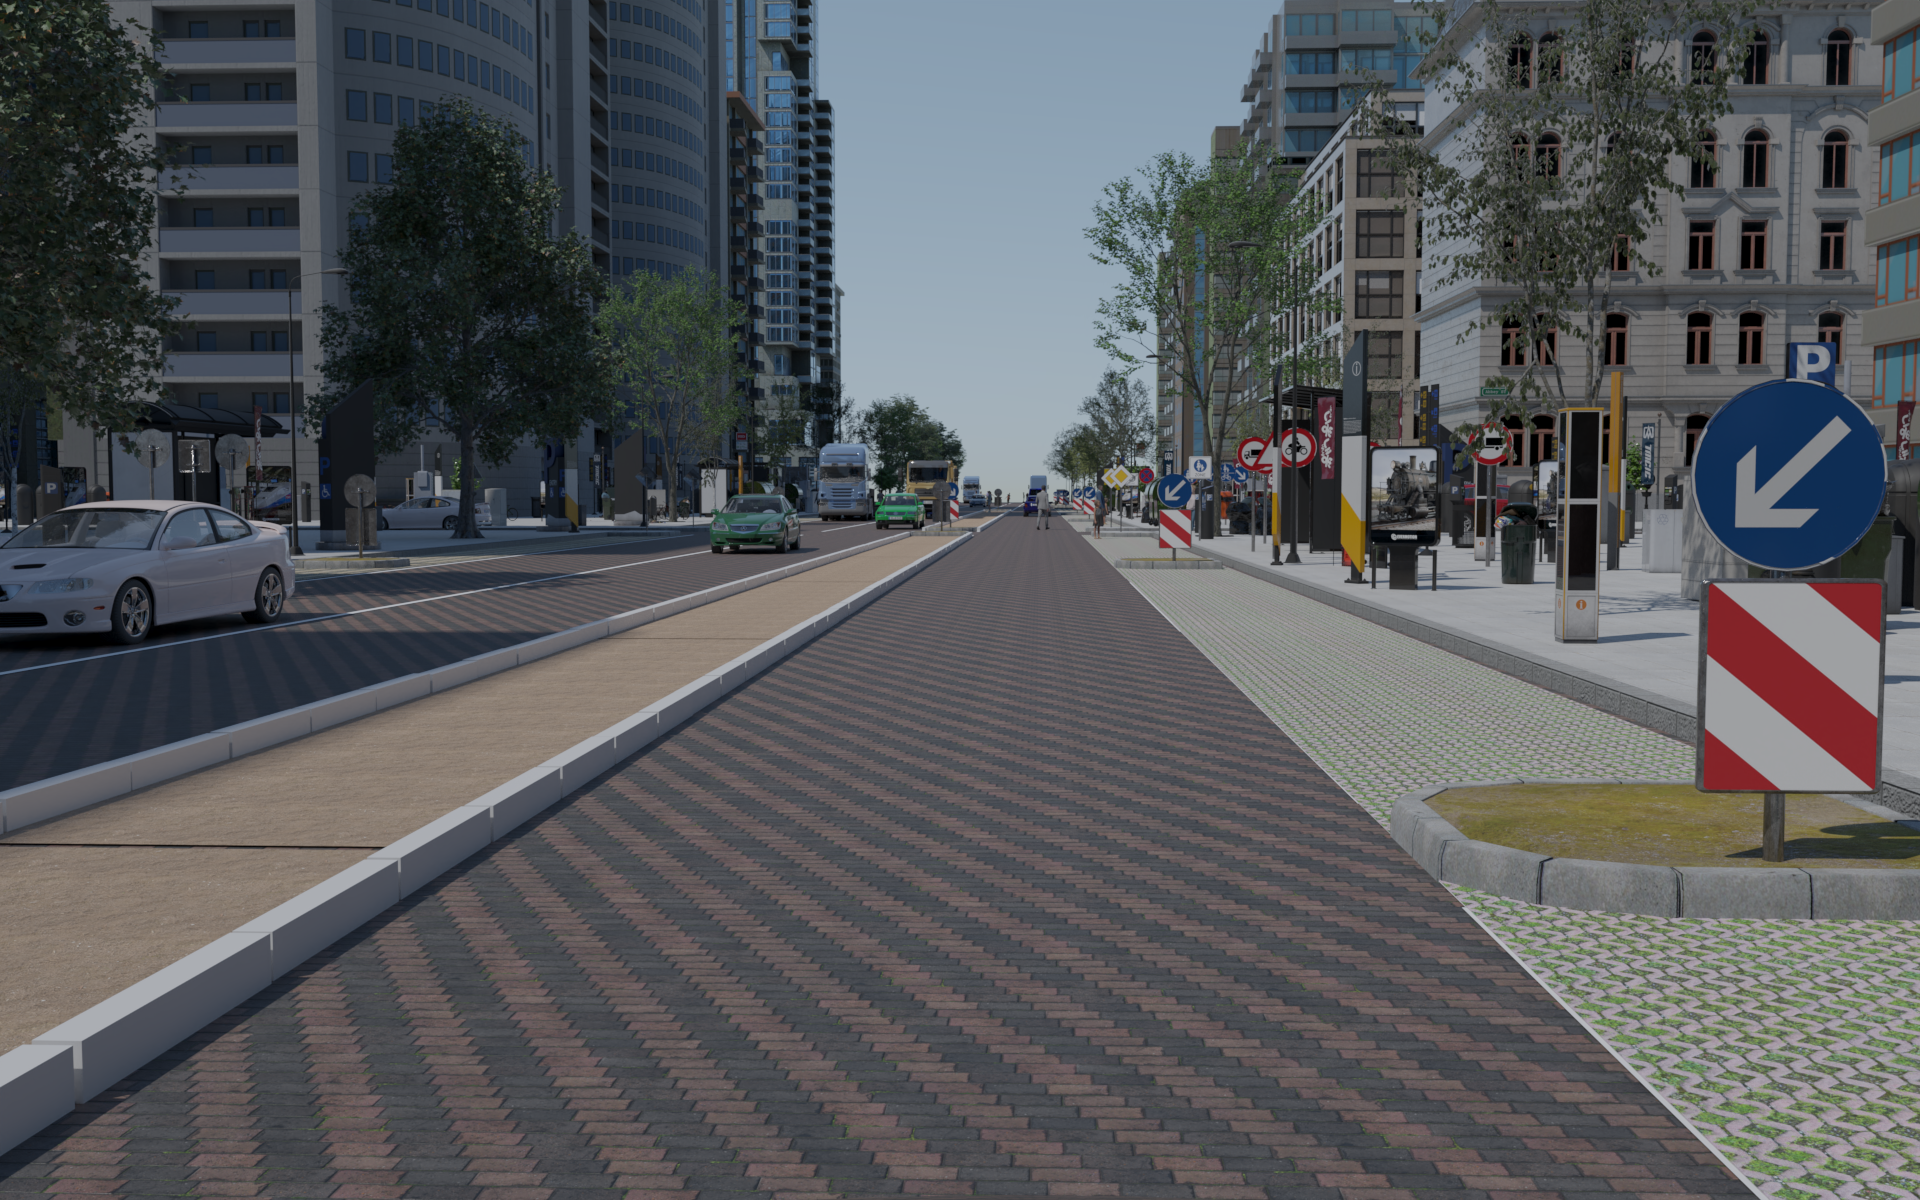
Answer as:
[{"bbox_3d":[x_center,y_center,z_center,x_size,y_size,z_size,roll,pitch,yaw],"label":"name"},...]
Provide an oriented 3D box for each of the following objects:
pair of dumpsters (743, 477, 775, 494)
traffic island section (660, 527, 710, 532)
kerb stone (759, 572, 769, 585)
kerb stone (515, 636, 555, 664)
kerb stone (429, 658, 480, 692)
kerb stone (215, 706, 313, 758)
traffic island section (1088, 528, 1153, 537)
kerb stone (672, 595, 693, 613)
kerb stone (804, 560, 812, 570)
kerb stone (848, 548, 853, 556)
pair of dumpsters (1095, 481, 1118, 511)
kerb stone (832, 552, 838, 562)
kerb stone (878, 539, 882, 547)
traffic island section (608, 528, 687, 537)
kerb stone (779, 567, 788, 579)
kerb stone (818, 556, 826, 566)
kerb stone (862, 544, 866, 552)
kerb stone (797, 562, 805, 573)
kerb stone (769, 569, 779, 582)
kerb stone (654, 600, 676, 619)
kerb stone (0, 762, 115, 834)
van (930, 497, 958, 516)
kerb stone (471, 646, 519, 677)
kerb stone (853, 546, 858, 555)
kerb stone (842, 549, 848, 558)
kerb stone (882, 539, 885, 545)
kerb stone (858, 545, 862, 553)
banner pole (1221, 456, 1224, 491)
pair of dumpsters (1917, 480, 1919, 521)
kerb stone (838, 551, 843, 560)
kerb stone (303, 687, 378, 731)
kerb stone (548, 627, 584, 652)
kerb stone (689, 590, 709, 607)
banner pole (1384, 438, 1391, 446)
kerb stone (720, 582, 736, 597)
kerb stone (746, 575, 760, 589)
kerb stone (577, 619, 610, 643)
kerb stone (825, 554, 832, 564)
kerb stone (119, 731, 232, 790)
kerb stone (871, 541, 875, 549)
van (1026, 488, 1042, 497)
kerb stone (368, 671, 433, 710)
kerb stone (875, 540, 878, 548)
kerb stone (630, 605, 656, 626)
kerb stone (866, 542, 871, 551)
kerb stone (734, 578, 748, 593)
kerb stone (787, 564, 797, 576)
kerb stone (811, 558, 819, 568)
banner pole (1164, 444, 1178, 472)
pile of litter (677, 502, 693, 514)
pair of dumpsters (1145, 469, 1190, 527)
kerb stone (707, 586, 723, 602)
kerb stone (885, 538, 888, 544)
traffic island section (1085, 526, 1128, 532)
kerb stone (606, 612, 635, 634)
[{"bbox_3d":[-11.363,-5.809,97.468,1.574,2.255,4.437,0,4,3],"label":"pair of dumpsters"},{"bbox_3d":[-10.390,-2.757,67.359,2.009,0.180,2.903,0,4,3],"label":"traffic island section"},{"bbox_3d":[-3.173,-0.305,27.220,0.120,0.150,1.000,0,4,3],"label":"kerb stone"},{"bbox_3d":[-3.719,0.449,14.948,0.120,0.150,1.000,0,4,3],"label":"kerb stone"},{"bbox_3d":[-3.815,0.577,12.906,0.120,0.150,1.000,0,4,3],"label":"kerb stone"},{"bbox_3d":[-3.960,0.756,9.838,0.120,0.150,1.000,0,4,3],"label":"kerb stone"},{"bbox_3d":[5.470,-2.224,58.639,2.009,0.180,2.903,0,4,3],"label":"traffic island section"},{"bbox_3d":[-3.443,0.068,21.080,0.120,0.150,1.000,0,4,3],"label":"kerb stone"},{"bbox_3d":[-2.931,-0.620,32.348,0.120,0.150,1.000,0,4,3],"label":"kerb stone"},{"bbox_3d":[-2.610,-1.058,39.500,0.120,0.150,1.000,0,4,3],"label":"kerb stone"},{"bbox_3d":[11.066,-7.842,130.706,1.574,2.255,4.437,0,4,3],"label":"pair of dumpsters"},{"bbox_3d":[-2.744,-0.871,36.436,0.120,0.150,1.000,0,4,3],"label":"kerb stone"},{"bbox_3d":[-2.281,-1.497,46.667,0.120,0.150,1.000,0,4,3],"label":"kerb stone"},{"bbox_3d":[-10.755,-2.269,59.382,2.009,0.180,2.903,0,4,3],"label":"traffic island section"},{"bbox_3d":[-3.079,-0.430,29.271,0.120,0.150,1.000,0,4,3],"label":"kerb stone"},{"bbox_3d":[-2.838,-0.746,34.390,0.120,0.150,1.000,0,4,3],"label":"kerb stone"},{"bbox_3d":[-2.471,-1.246,42.572,0.120,0.150,1.000,0,4,3],"label":"kerb stone"},{"bbox_3d":[-2.981,-0.558,31.325,0.120,0.150,1.000,0,4,3],"label":"kerb stone"},{"bbox_3d":[-3.121,-0.370,28.250,0.120,0.150,1.000,0,4,3],"label":"kerb stone"},{"bbox_3d":[-3.488,0.131,20.059,0.120,0.150,1.000,0,4,3],"label":"kerb stone"},{"bbox_3d":[-4.052,0.881,7.793,0.120,0.150,1.000,0,4,3],"label":"kerb stone"},{"bbox_3d":[-1.101,-6.596,114.850,2.013,2.044,4.112,0,4,2],"label":"van"},{"bbox_3d":[-3.774,0.508,13.927,0.120,0.150,1.000,0,4,3],"label":"kerb stone"},{"bbox_3d":[-2.560,-1.118,40.527,0.120,0.150,1.000,0,4,3],"label":"kerb stone"},{"bbox_3d":[-2.650,-0.996,38.479,0.120,0.150,1.000,0,4,3],"label":"kerb stone"},{"bbox_3d":[-2.234,-1.559,47.692,0.120,0.150,1.000,0,4,3],"label":"kerb stone"},{"bbox_3d":[-2.521,-1.184,41.549,0.120,0.150,1.000,0,4,3],"label":"kerb stone"},{"bbox_3d":[17.100,-7.547,113.405,0.401,3.779,0.863,3,5,43],"label":"banner pole"},{"bbox_3d":[7.852,-0.506,10.770,1.574,2.255,4.437,0,4,3],"label":"pair of dumpsters"},{"bbox_3d":[-2.701,-0.933,37.458,0.120,0.150,1.000,0,4,3],"label":"kerb stone"},{"bbox_3d":[-3.914,0.694,10.859,0.120,0.150,1.000,0,4,3],"label":"kerb stone"},{"bbox_3d":[-3.681,0.386,15.970,0.120,0.150,1.000,0,4,3],"label":"kerb stone"},{"bbox_3d":[-3.396,0.006,22.101,0.120,0.150,1.000,0,4,3],"label":"kerb stone"},{"bbox_3d":[19.232,-5.382,78.010,0.401,3.779,0.863,3,4,36],"label":"banner pole"},{"bbox_3d":[-3.307,-0.119,24.146,0.120,0.150,1.000,0,4,3],"label":"kerb stone"},{"bbox_3d":[-3.210,-0.244,26.198,0.120,0.150,1.000,0,4,3],"label":"kerb stone"},{"bbox_3d":[-3.641,0.318,16.991,0.120,0.150,1.000,0,4,3],"label":"kerb stone"},{"bbox_3d":[-2.795,-0.807,35.412,0.120,0.150,1.000,0,4,3],"label":"kerb stone"},{"bbox_3d":[-4.012,0.822,8.815,0.120,0.150,1.000,0,4,3],"label":"kerb stone"},{"bbox_3d":[-2.366,-1.368,44.614,0.120,0.150,1.000,0,4,3],"label":"kerb stone"},{"bbox_3d":[8.286,-11.176,187.109,2.240,2.365,5.245,0,4,2],"label":"van"},{"bbox_3d":[-3.870,0.631,11.883,0.120,0.150,1.000,0,4,3],"label":"kerb stone"},{"bbox_3d":[-2.324,-1.434,45.635,0.120,0.150,1.000,0,4,3],"label":"kerb stone"},{"bbox_3d":[-3.542,0.193,19.036,0.120,0.150,1.000,0,4,3],"label":"kerb stone"},{"bbox_3d":[-2.419,-1.309,43.593,0.120,0.150,1.000,0,4,3],"label":"kerb stone"},{"bbox_3d":[-3.262,-0.182,25.170,0.120,0.150,1.000,0,4,3],"label":"kerb stone"},{"bbox_3d":[-3.020,-0.496,30.304,0.120,0.150,1.000,0,4,3],"label":"kerb stone"},{"bbox_3d":[-2.889,-0.683,33.369,0.120,0.150,1.000,0,4,3],"label":"kerb stone"},{"bbox_3d":[10.700,-5.964,87.536,0.863,3.779,0.401,1,4,17],"label":"banner pole"},{"bbox_3d":[-17.878,-5.928,110.894,1.719,0.858,1.176,-1,4,-9],"label":"pile of litter"},{"bbox_3d":[8.202,-4.025,68.308,1.574,2.255,4.437,0,4,3],"label":"pair of dumpsters"},{"bbox_3d":[-3.346,-0.057,23.122,0.120,0.150,1.000,0,4,3],"label":"kerb stone"},{"bbox_3d":[-2.188,-1.622,48.713,0.120,0.150,1.000,0,4,3],"label":"kerb stone"},{"bbox_3d":[5.834,-2.712,66.616,2.009,0.180,2.903,0,4,3],"label":"traffic island section"},{"bbox_3d":[-3.584,0.256,18.013,0.120,0.150,1.000,0,4,3],"label":"kerb stone"}]
